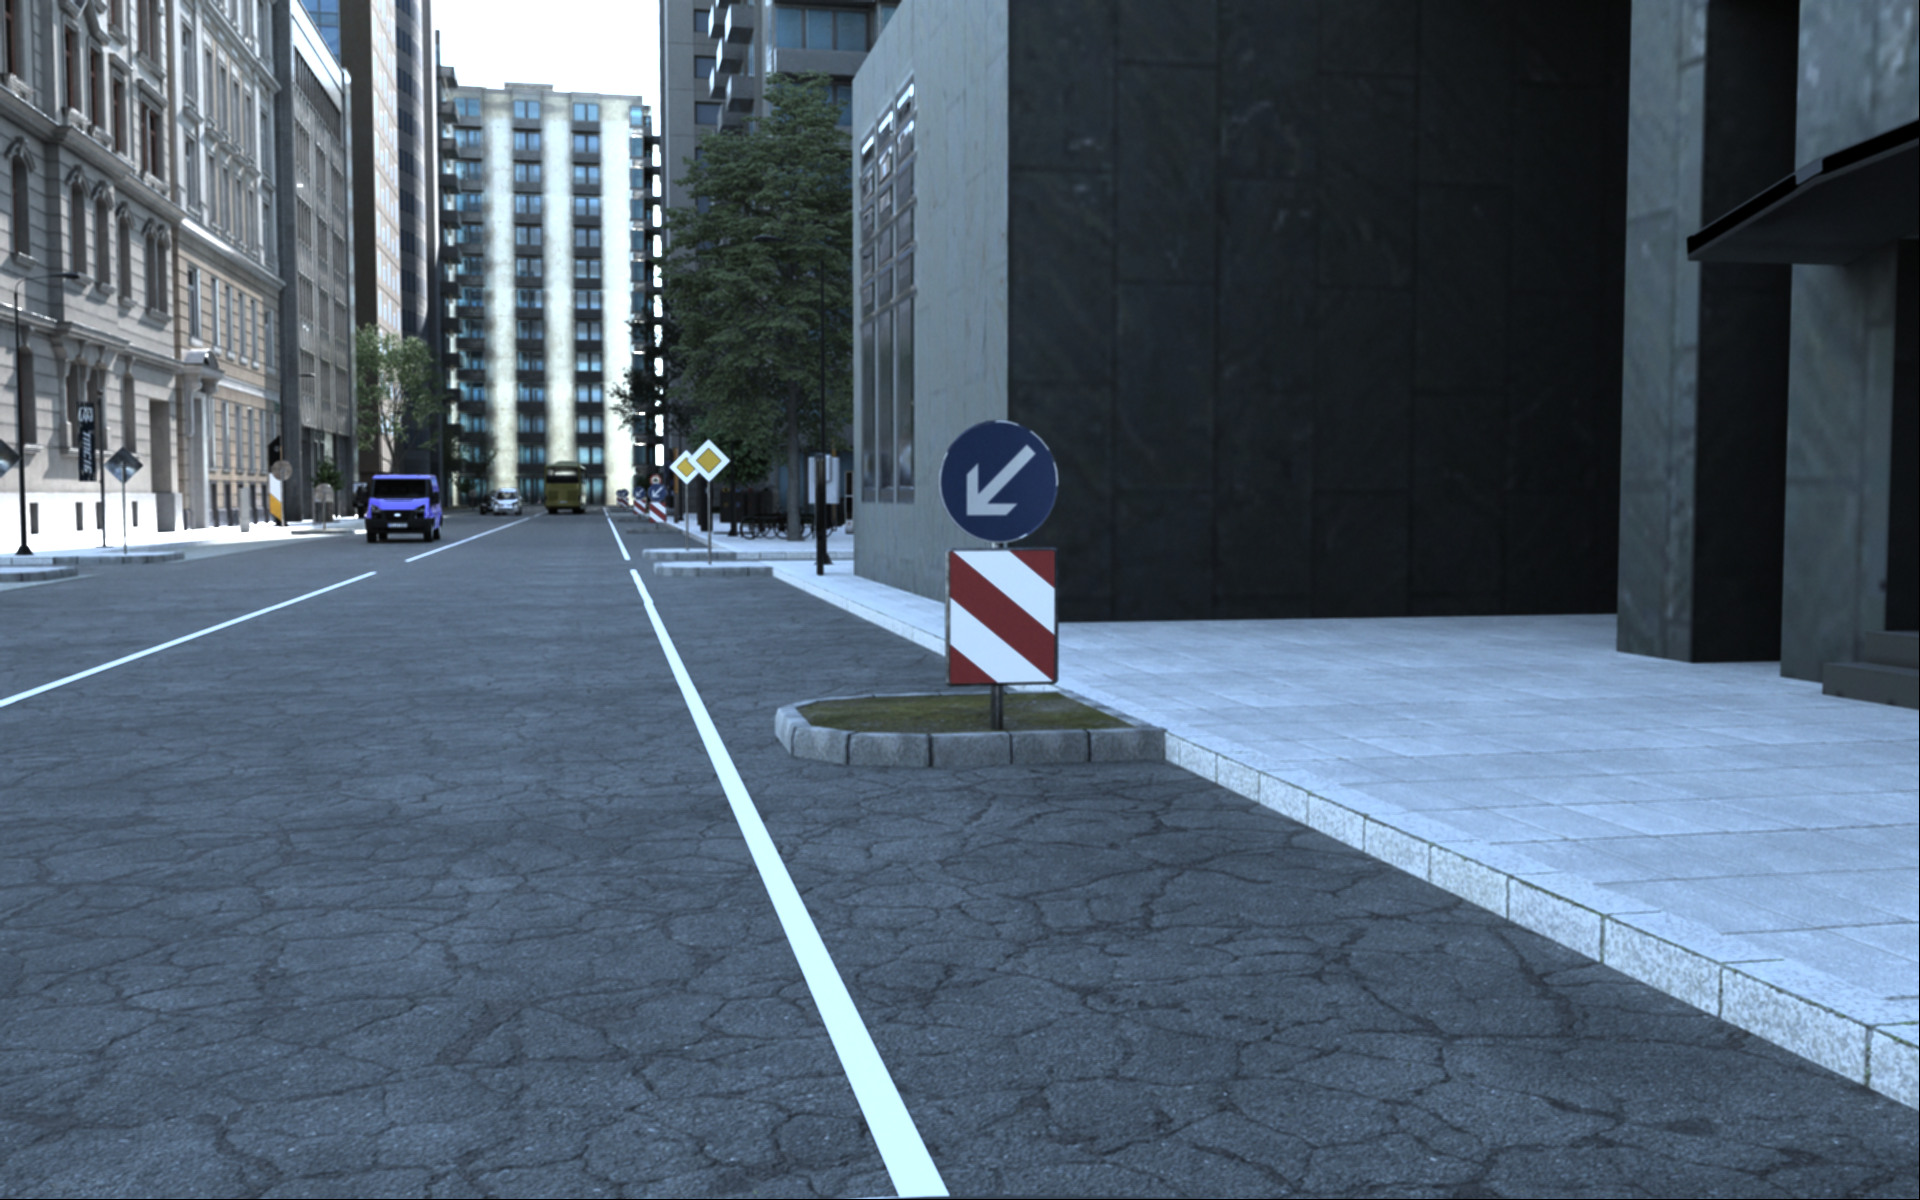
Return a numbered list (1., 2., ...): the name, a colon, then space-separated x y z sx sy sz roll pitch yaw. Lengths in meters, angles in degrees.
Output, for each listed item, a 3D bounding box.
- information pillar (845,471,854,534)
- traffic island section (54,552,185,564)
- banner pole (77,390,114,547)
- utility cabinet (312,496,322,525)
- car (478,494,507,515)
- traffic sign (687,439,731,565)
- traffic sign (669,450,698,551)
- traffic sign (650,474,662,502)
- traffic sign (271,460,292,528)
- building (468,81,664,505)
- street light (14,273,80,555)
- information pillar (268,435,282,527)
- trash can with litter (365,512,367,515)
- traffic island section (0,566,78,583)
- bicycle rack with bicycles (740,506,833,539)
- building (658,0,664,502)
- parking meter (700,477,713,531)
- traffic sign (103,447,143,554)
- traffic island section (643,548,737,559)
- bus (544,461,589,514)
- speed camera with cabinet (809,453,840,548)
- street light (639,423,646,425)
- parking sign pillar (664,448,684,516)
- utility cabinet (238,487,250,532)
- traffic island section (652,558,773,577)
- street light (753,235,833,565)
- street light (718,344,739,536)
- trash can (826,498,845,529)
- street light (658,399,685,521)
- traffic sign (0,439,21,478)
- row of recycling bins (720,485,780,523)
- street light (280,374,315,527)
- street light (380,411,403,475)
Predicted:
1. information pillar: -3.496 -3.133 55.713 0.304 2.012 0.304 2 4 24
2. traffic island section: -17.811 -0.895 36.914 2.009 0.180 2.903 -1 4 -12
3. banner pole: -20.845 -3.159 41.667 0.401 3.779 0.863 2 4 26
4. utility cabinet: -26.839 -3.739 72.296 0.306 1.237 1.020 -2 4 -26
5. car: -32.731 -6.835 121.531 2.009 1.686 4.222 -1 4 -13
6. traffic sign: -4.555 -1.700 31.440 0.795 2.450 0.064 -1 4 -12
7. traffic sign: -6.192 -2.178 39.256 0.795 2.450 0.064 -1 4 -12
8. traffic sign: -19.636 -6.830 111.775 0.768 2.556 0.104 0 4 -8
9. traffic sign: -25.403 -3.963 64.904 0.768 2.556 0.104 0 4 -4
10. building: -50.475 -35.755 204.205 30.456 49.044 23.786 -1 4 -12
11. street light: -19.169 -3.905 36.386 1.470 5.913 1.316 -1 4 -12
12. information pillar: -27.047 -4.714 68.432 0.183 3.616 0.504 3 5 40
13. trash can with litter: -37.001 -5.802 105.922 2.233 1.210 1.678 2 4 31
14. traffic island section: -16.174 -0.417 29.098 2.009 0.180 2.903 -1 4 -12
15. bicycle rack with bicycles: -5.139 -2.264 50.407 2.925 0.926 2.852 -1 4 -17
16. building: -25.255 -47.059 207.663 20.611 71.187 20.563 -1 4 -12
17. parking meter: -8.705 -3.292 59.538 0.399 1.863 0.255 -2 4 -32
18. traffic sign: -17.790 -2.031 36.857 0.795 2.450 0.064 -1 4 -12
19. traffic island section: -6.171 -1.043 39.338 2.009 0.180 2.903 -1 4 -12
20. bus: -29.247 -8.393 128.774 2.896 3.916 12.252 -1 4 -10
21. speed camera with cabinet: -2.523 -2.847 40.880 2.038 3.252 0.660 0 4 3
22. street light: -20.230 -8.595 113.063 1.470 5.913 1.316 -1 4 -12
23. parking sign pillar: -16.923 -6.903 101.339 1.447 3.967 1.447 -1 4 -22
24. utility cabinet: -23.838 -2.996 57.660 0.318 1.500 1.173 -2 4 -25
25. traffic island section: -4.534 -0.565 31.522 2.009 0.180 2.903 -1 4 -12
26. street light: -3.023 -3.597 31.350 1.470 5.913 1.316 -1 4 -12
27. street light: -7.434 -4.881 52.352 1.470 5.913 1.316 -1 4 -12
28. trash can: -4.899 -3.476 68.485 0.748 1.137 0.748 0 3 0
29. street light: -13.903 -6.738 82.714 1.470 5.913 1.316 -1 4 -12
30. traffic sign: -16.153 -1.553 29.041 0.795 2.450 0.064 -1 4 -12
31. row of recycling bins: -9.373 -4.288 77.220 3.534 1.692 1.069 3 5 40
32. street light: -25.600 -5.773 66.931 1.470 5.913 1.316 -1 4 -12
33. street light: -31.938 -7.629 97.277 1.470 5.913 1.316 -1 4 -12
